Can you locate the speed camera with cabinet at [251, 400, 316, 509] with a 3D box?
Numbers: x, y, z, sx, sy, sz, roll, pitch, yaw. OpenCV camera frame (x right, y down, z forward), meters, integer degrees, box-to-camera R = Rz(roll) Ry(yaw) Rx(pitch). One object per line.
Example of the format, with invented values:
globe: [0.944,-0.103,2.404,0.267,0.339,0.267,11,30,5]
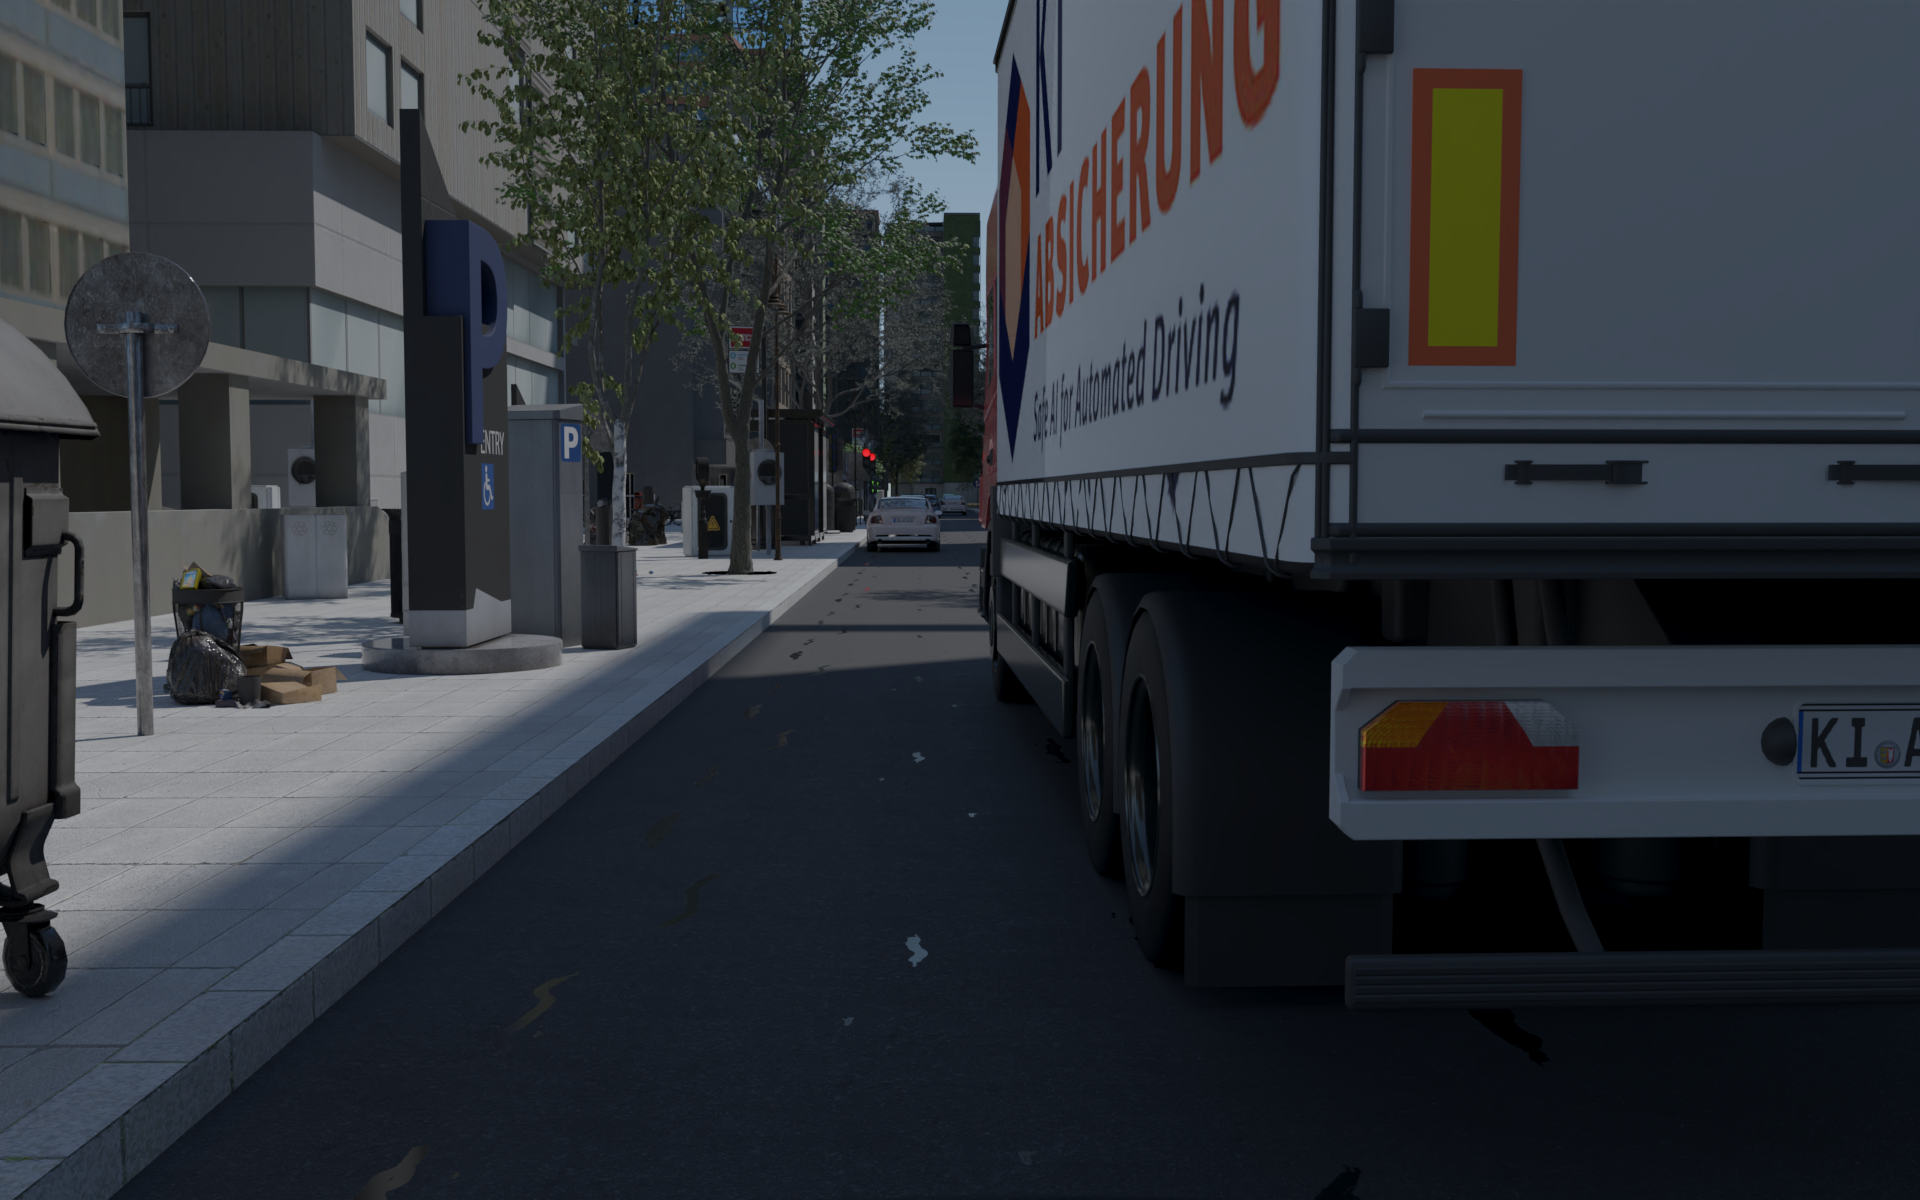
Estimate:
speed camera with cabinet: [-13.289,-2.404,33.639,2.038,3.252,0.660,0,4,2]

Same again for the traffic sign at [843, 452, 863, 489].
traffic sign: [-5.833,-5.510,83.964,2.265,3.308,0.079,0,4,3]

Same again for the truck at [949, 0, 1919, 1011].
truck: [1.549,-1.203,8.590,2.839,4.237,11.283,0,4,-3]

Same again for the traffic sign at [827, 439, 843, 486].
traffic sign: [-5.397,-4.263,63.577,2.265,3.308,0.079,0,4,8]

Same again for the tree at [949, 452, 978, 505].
tree: [0.880,-16.213,215.441,4.360,8.622,3.978,0,3,0]

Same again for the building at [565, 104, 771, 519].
building: [-19.388,-17.291,101.778,14.314,24.678,30.058,0,4,-1]

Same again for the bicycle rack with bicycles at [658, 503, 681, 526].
bicycle rack with bicycles: [-11.378,-3.496,70.536,2.925,0.926,2.852,1,4,21]

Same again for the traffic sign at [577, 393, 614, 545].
traffic sign: [-4.676,-1.327,21.703,0.884,2.594,0.081,0,4,1]

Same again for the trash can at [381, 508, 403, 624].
trash can: [-5.372,-0.344,17.279,0.748,1.137,0.748,0,3,0]

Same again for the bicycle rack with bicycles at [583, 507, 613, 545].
bicycle rack with bicycles: [-9.771,-1.676,40.790,2.925,0.926,2.852,2,4,27]

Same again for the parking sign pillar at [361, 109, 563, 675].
parking sign pillar: [-3.722,-1.492,12.863,1.447,3.967,1.447,0,4,-1]

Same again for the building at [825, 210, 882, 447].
building: [-26.106,-36.822,256.656,28.867,44.769,22.147,0,4,-1]

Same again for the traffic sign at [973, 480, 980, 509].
traffic sign: [1.537,-9.295,152.073,0.768,2.556,0.104,0,4,3]

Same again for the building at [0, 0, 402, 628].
building: [-24.623,-20.020,19.209,32.217,40.220,23.993,0,4,-1]

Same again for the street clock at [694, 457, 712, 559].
street clock: [-5.076,-1.811,34.184,0.358,2.002,0.471,-1,4,-14]

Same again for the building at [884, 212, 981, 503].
building: [-4.152,-34.837,253.175,14.086,41.232,14.154,0,4,-1]

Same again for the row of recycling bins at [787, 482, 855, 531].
row of recycling bins: [-5.227,-3.285,60.828,3.534,1.692,1.069,-2,4,-35]

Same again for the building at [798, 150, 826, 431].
building: [-22.197,-31.008,190.577,14.154,41.232,14.086,0,4,-1]

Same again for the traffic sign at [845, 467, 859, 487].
traffic sign: [-5.081,-5.035,82.421,0.768,2.556,0.104,0,4,6]

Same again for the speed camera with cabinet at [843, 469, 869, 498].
speed camera with cabinet: [-5.802,-5.973,91.995,2.038,3.252,0.660,2,4,32]

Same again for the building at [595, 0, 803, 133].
building: [-31.147,-54.895,210.197,31.000,86.520,22.319,0,4,-1]

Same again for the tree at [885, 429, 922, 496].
tree: [-7.640,-18.270,216.834,7.486,12.596,7.792,0,3,0]

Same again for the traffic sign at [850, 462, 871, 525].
traffic sign: [-4.067,-4.322,70.661,0.884,2.594,0.081,0,4,5]

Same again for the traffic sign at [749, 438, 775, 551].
traffic sign: [-4.551,-2.380,39.014,0.768,2.556,0.104,0,4,6]

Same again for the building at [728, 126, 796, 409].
building: [-23.588,-20.152,133.999,19.350,26.468,34.151,0,4,-1]

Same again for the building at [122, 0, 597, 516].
building: [-25.714,-28.039,47.674,27.495,52.752,28.713,0,4,-1]

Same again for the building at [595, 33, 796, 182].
building: [-26.022,-31.417,168.290,22.147,44.769,28.867,0,4,-1]

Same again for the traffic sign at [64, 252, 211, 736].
traffic sign: [-4.334,-0.552,9.138,0.768,2.556,0.104,0,4,0]

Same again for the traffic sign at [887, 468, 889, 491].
traffic sign: [-6.688,-8.642,135.163,2.265,3.308,0.079,0,4,8]

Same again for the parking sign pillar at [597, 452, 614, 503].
parking sign pillar: [-16.661,-5.761,82.657,1.447,3.967,1.447,-1,4,-11]

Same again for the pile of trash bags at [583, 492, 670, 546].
pile of trash bags: [-7.786,-2.066,43.528,3.447,1.369,1.912,1,4,20]

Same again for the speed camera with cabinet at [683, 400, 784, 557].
speed camera with cabinet: [-4.693,-2.543,35.913,2.038,3.252,0.660,-2,4,-27]

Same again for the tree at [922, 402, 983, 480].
tree: [1.735,-14.816,160.370,7.486,12.596,7.792,0,3,0]

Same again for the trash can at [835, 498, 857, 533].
trash can: [-3.796,-2.826,57.851,0.748,1.137,0.748,0,3,0]

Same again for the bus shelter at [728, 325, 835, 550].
bus shelter: [-4.486,-4.058,43.978,2.179,5.291,8.768,0,4,-1]

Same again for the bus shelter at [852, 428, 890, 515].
bus shelter: [-5.554,-7.986,108.205,2.179,5.291,8.768,0,4,-1]
